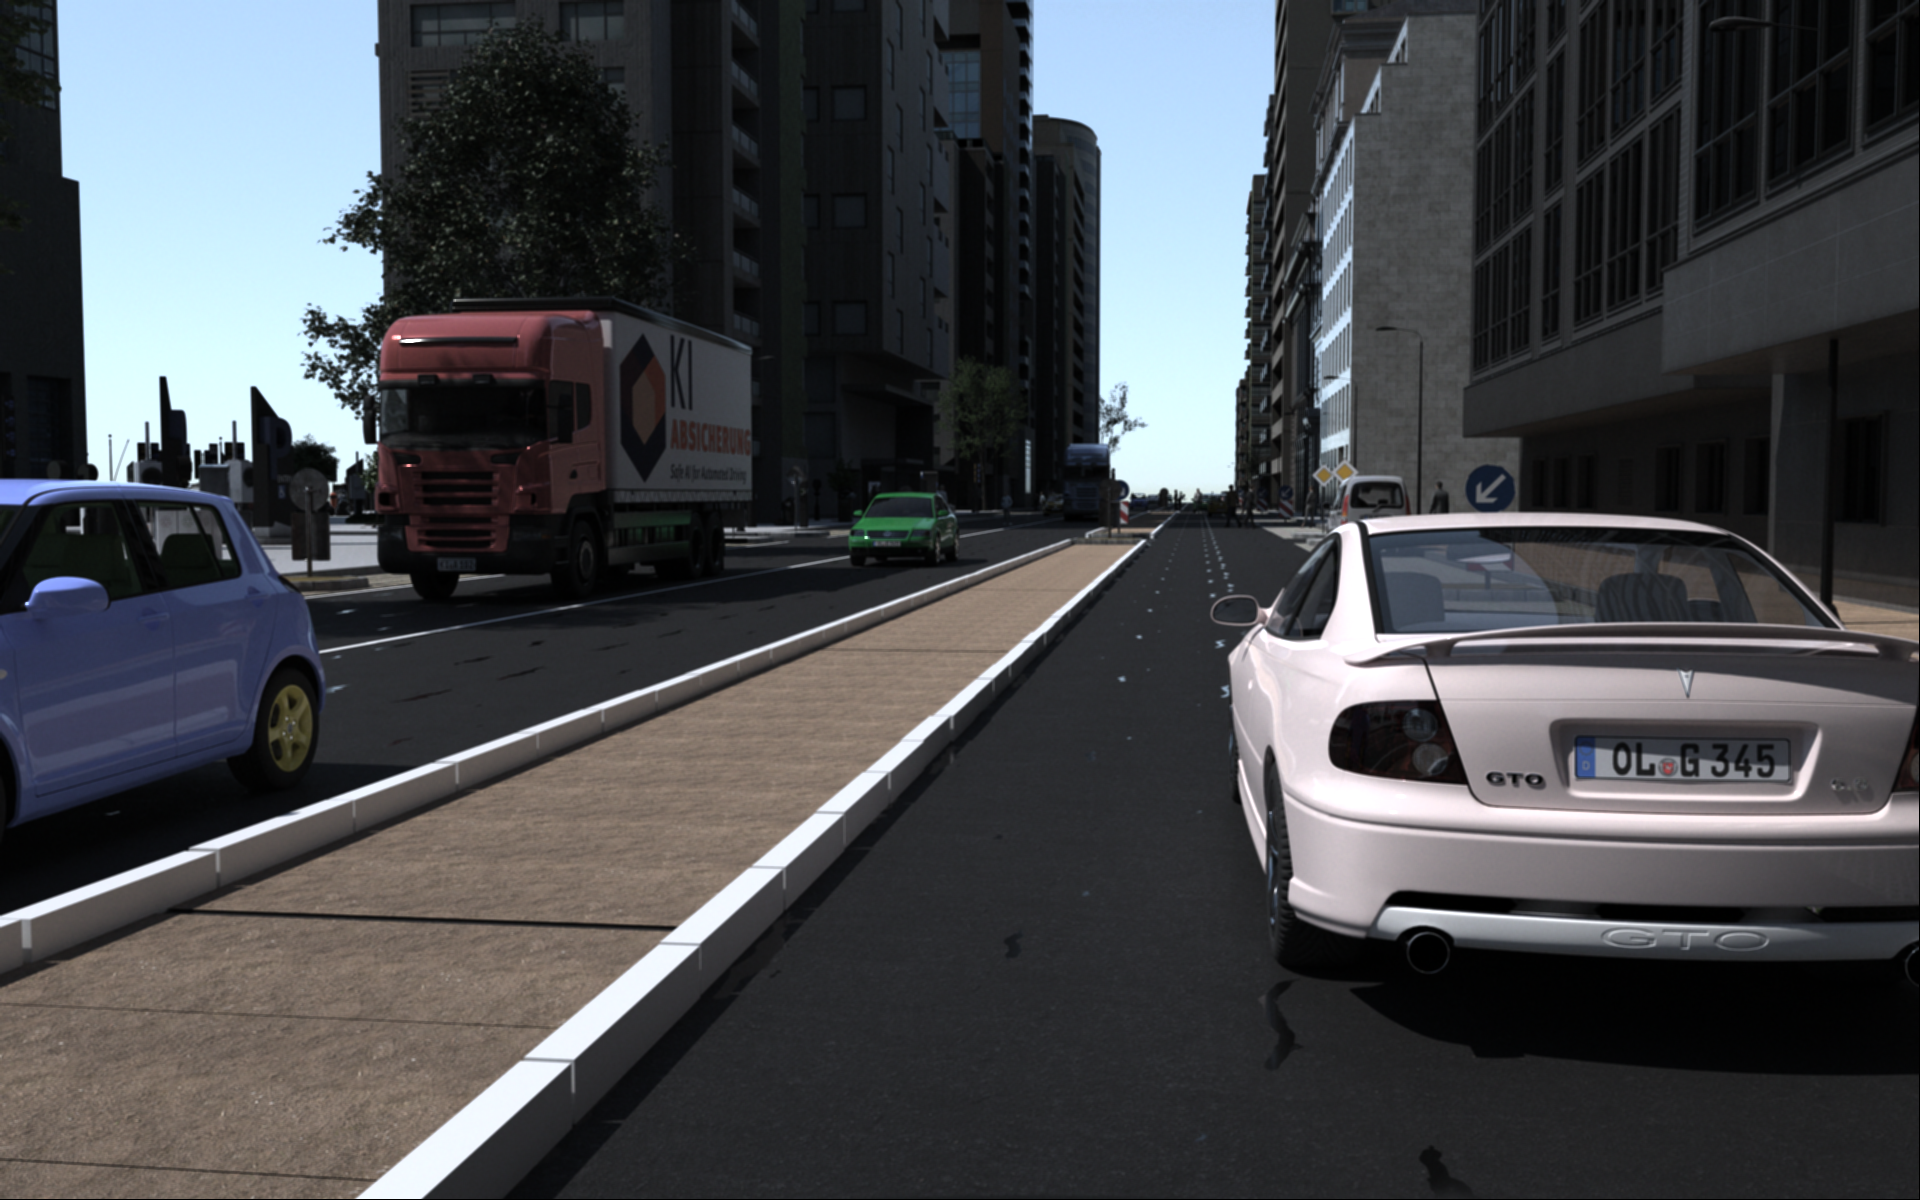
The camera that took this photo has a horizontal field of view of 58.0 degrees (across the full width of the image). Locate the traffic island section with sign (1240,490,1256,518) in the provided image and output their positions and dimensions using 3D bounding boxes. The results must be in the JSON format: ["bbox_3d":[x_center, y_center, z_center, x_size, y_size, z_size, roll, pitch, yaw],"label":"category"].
[{"bbox_3d":[18.213,-5.906,105.196,1.989,1.847,2.006,0,4,8],"label":"traffic island section with sign"}]

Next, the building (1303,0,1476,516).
[{"bbox_3d":[26.414,-18.903,94.968,13.634,28.700,20.117,0,4,8],"label":"building"}]

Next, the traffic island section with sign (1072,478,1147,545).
[{"bbox_3d":[4.249,-2.535,49.580,2.006,1.907,1.989,0,4,8],"label":"traffic island section with sign"}]

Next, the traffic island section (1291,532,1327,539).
[{"bbox_3d":[11.842,-2.084,56.361,2.009,0.180,2.903,0,4,8],"label":"traffic island section"}]

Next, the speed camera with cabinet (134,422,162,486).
[{"bbox_3d":[-22.616,-3.207,46.776,2.038,3.252,0.660,-3,4,-37],"label":"speed camera with cabinet"}]

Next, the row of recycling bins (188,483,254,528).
[{"bbox_3d":[-27.608,-3.610,66.133,3.534,1.692,1.069,-3,5,-40],"label":"row of recycling bins"}]

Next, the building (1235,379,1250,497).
[{"bbox_3d":[57.655,-26.153,272.644,27.650,21.520,28.899,0,4,8],"label":"building"}]

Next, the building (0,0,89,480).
[{"bbox_3d":[-56.015,-46.657,75.512,31.000,86.520,22.319,0,4,8],"label":"building"}]

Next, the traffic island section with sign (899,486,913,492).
[{"bbox_3d":[-2.553,-4.416,80.825,1.989,1.847,2.006,0,4,8],"label":"traffic island section with sign"}]

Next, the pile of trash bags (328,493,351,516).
[{"bbox_3d":[-36.985,-5.656,102.231,1.912,1.369,3.447,-1,4,-20],"label":"pile of trash bags"}]

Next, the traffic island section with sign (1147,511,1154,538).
[{"bbox_3d":[5.265,-2.984,56.917,2.006,1.907,1.989,0,4,8],"label":"traffic island section with sign"}]

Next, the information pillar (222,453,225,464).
[{"bbox_3d":[-40.793,-6.407,96.105,0.183,3.616,0.504,1,4,18],"label":"information pillar"}]

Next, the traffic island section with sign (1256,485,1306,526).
[{"bbox_3d":[14.392,-4.200,77.299,1.989,1.847,2.006,0,4,8],"label":"traffic island section with sign"}]

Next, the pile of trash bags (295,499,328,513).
[{"bbox_3d":[-34.748,-4.870,89.381,3.447,1.369,1.912,2,4,26],"label":"pile of trash bags"}]

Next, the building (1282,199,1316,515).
[{"bbox_3d":[29.149,-16.879,117.775,13.314,21.916,24.055,0,4,8],"label":"building"}]

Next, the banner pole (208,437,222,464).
[{"bbox_3d":[-32.436,-5.237,75.648,0.401,3.779,0.863,2,4,26],"label":"banner pole"}]

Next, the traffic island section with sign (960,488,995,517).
[{"bbox_3d":[1.111,-6.049,107.531,1.989,1.847,2.006,0,4,8],"label":"traffic island section with sign"}]

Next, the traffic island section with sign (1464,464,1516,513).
[{"bbox_3d":[7.061,-0.932,23.866,1.989,1.847,2.006,0,4,8],"label":"traffic island section with sign"}]

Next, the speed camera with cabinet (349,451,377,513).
[{"bbox_3d":[-27.331,-5.280,80.660,2.038,3.252,0.660,-1,4,-23],"label":"speed camera with cabinet"}]

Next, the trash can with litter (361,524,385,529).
[{"bbox_3d":[-21.502,-3.310,65.169,2.233,1.210,1.678,2,4,24],"label":"trash can with litter"}]

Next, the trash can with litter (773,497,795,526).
[{"bbox_3d":[-7.155,-3.600,70.248,1.055,1.170,0.624,2,4,35],"label":"trash can with litter"}]

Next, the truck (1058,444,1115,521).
[{"bbox_3d":[7.462,-6.652,98.521,2.967,4.110,18.799,0,4,6],"label":"truck"}]

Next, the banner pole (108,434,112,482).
[{"bbox_3d":[-35.523,-5.043,72.471,0.401,3.779,0.863,-2,4,-24],"label":"banner pole"}]

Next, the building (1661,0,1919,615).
[{"bbox_3d":[14.047,-11.471,6.620,14.314,24.678,30.058,0,4,8],"label":"building"}]

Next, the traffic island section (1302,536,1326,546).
[{"bbox_3d":[10.758,-1.601,48.450,2.009,0.180,2.903,0,4,8],"label":"traffic island section"}]

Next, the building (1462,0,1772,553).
[{"bbox_3d":[19.030,-14.704,33.919,14.314,27.812,24.014,0,4,8],"label":"building"}]

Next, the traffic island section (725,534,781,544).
[{"bbox_3d":[-6.671,-1.746,50.834,2.009,0.180,2.903,0,4,8],"label":"traffic island section"}]

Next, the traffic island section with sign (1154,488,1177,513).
[{"bbox_3d":[15.459,-7.537,131.364,2.006,1.907,1.989,0,4,8],"label":"traffic island section with sign"}]

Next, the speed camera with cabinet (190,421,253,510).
[{"bbox_3d":[-19.531,-3.160,45.999,0.660,3.252,2.038,1,4,15],"label":"speed camera with cabinet"}]

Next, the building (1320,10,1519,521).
[{"bbox_3d":[22.018,-13.600,77.107,10.420,20.320,16.860,0,4,8],"label":"building"}]

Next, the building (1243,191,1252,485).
[{"bbox_3d":[51.332,-36.029,243.700,22.147,44.769,28.867,0,4,8],"label":"building"}]

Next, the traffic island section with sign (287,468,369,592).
[{"bbox_3d":[-10.063,-1.066,26.055,1.989,1.847,2.006,0,4,8],"label":"traffic island section with sign"}]

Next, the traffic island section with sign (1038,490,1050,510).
[{"bbox_3d":[7.942,-9.100,157.410,1.989,1.847,2.006,0,4,8],"label":"traffic island section with sign"}]

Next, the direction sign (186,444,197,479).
[{"bbox_3d":[-34.893,-5.243,77.713,0.876,3.537,0.379,1,4,14],"label":"direction sign"}]

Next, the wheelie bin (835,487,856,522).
[{"bbox_3d":[-5.177,-4.314,78.450,0.980,1.594,0.693,0,4,1],"label":"wheelie bin"}]

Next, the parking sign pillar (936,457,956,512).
[{"bbox_3d":[-1.027,-8.355,125.084,1.447,3.967,1.447,-1,4,-17],"label":"parking sign pillar"}]

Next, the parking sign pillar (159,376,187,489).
[{"bbox_3d":[-18.305,-3.173,40.343,1.447,3.967,1.447,-1,4,-19],"label":"parking sign pillar"}]

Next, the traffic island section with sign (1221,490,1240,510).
[{"bbox_3d":[28.736,-10.601,181.951,1.989,1.847,2.006,0,4,8],"label":"traffic island section with sign"}]

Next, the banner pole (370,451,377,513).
[{"bbox_3d":[-29.730,-6.031,88.630,0.863,3.779,0.401,2,4,34],"label":"banner pole"}]

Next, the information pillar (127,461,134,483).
[{"bbox_3d":[-58.464,-8.000,122.152,0.504,3.616,0.183,0,4,6],"label":"information pillar"}]

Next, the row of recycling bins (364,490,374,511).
[{"bbox_3d":[-45.742,-7.810,134.812,1.069,1.692,3.534,1,4,13],"label":"row of recycling bins"}]

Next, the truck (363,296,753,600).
[{"bbox_3d":[-5.803,-2.329,26.993,2.839,4.237,11.283,0,4,7],"label":"truck"}]

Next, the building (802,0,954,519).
[{"bbox_3d":[-15.438,-31.344,101.707,28.713,52.752,27.495,0,4,8],"label":"building"}]

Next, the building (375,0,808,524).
[{"bbox_3d":[-14.884,-23.816,72.979,14.154,41.232,14.086,0,4,8],"label":"building"}]

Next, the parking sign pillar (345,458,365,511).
[{"bbox_3d":[-45.500,-8.663,130.119,1.447,3.967,1.447,-3,5,-43],"label":"parking sign pillar"}]

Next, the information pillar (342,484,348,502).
[{"bbox_3d":[-42.916,-7.118,120.870,0.304,2.012,0.304,3,4,38],"label":"information pillar"}]

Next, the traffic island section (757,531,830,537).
[{"bbox_3d":[-5.586,-2.230,58.746,2.009,0.180,2.903,0,4,8],"label":"traffic island section"}]

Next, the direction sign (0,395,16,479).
[{"bbox_3d":[-21.854,-2.907,39.520,0.379,3.537,0.876,1,4,11],"label":"direction sign"}]

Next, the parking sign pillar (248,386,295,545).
[{"bbox_3d":[-17.432,-3.395,43.984,1.447,3.967,1.447,0,4,7],"label":"parking sign pillar"}]
